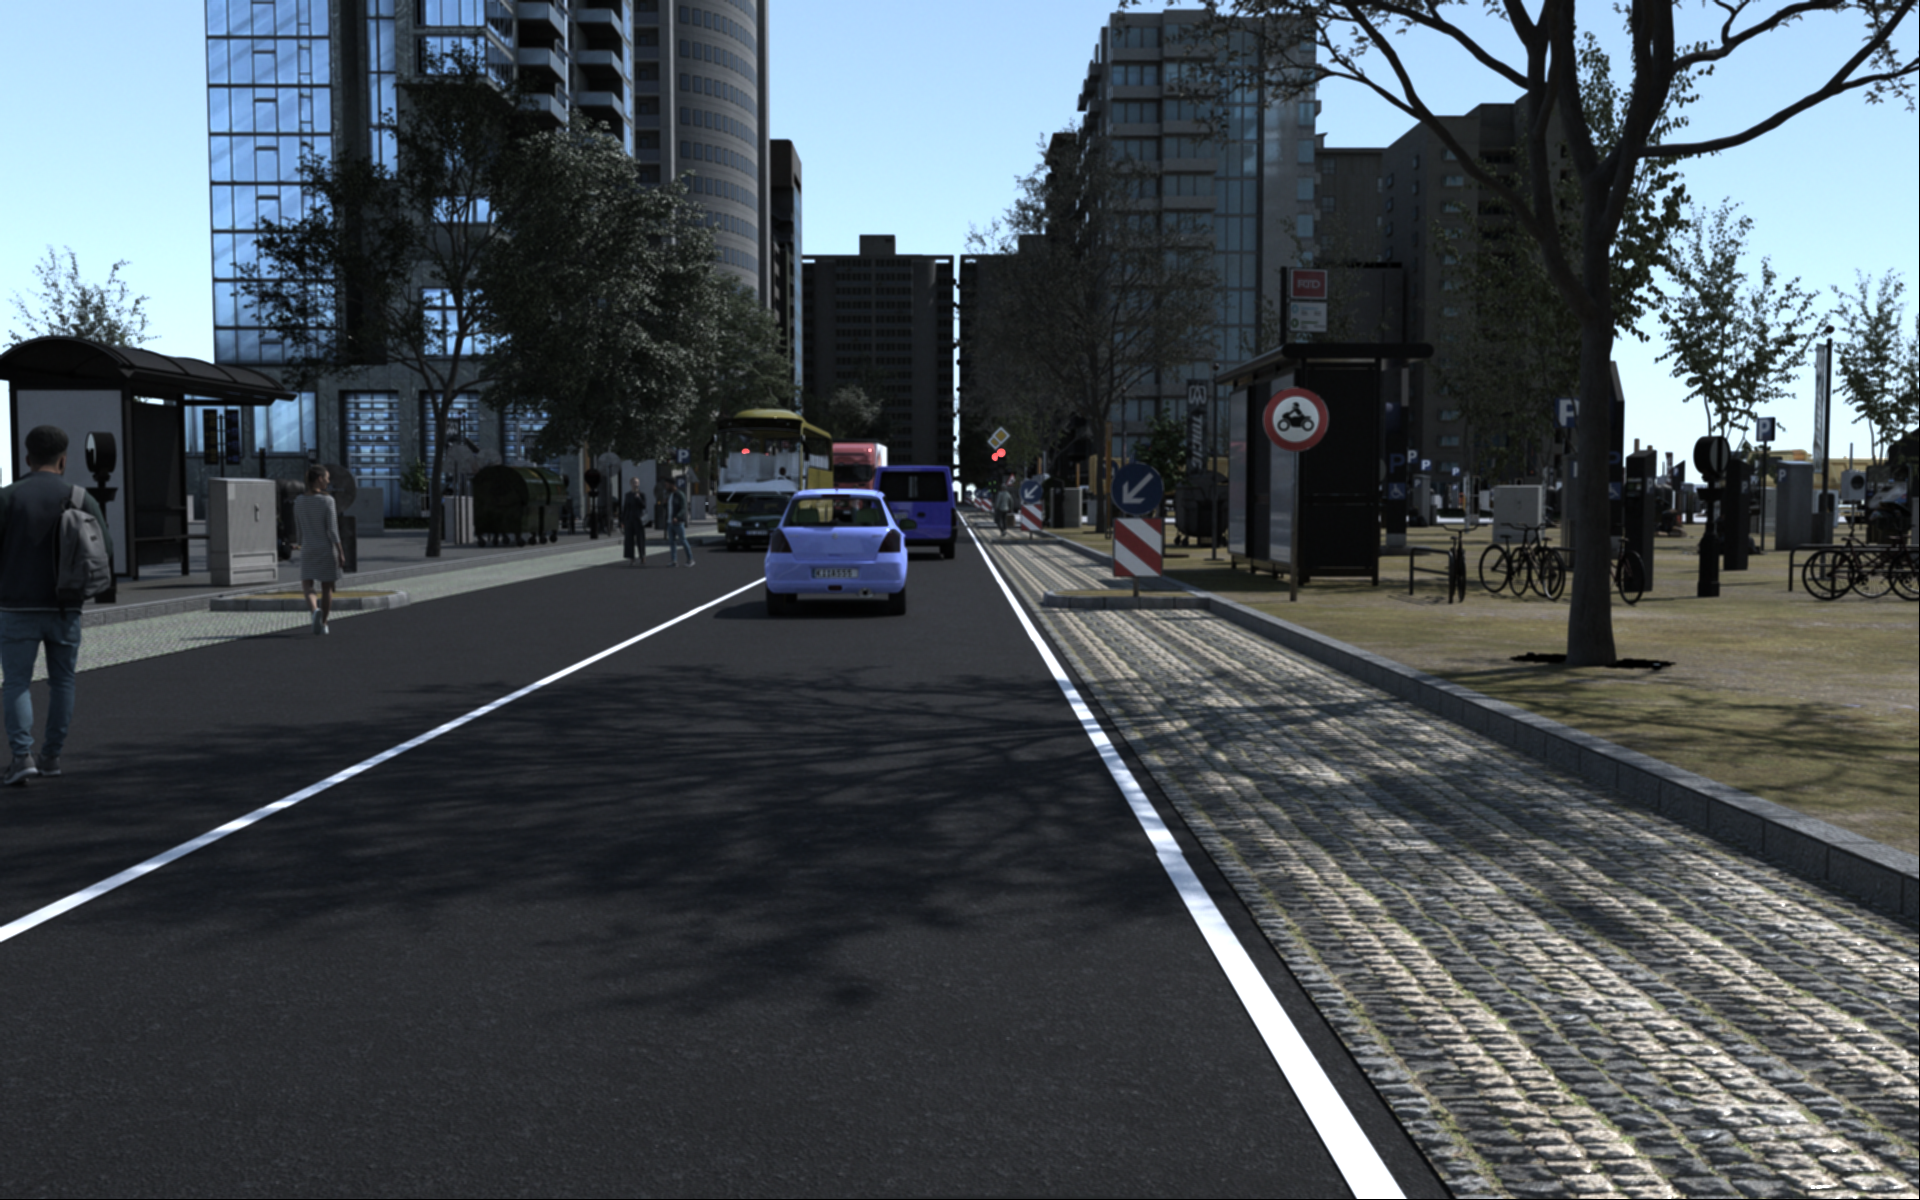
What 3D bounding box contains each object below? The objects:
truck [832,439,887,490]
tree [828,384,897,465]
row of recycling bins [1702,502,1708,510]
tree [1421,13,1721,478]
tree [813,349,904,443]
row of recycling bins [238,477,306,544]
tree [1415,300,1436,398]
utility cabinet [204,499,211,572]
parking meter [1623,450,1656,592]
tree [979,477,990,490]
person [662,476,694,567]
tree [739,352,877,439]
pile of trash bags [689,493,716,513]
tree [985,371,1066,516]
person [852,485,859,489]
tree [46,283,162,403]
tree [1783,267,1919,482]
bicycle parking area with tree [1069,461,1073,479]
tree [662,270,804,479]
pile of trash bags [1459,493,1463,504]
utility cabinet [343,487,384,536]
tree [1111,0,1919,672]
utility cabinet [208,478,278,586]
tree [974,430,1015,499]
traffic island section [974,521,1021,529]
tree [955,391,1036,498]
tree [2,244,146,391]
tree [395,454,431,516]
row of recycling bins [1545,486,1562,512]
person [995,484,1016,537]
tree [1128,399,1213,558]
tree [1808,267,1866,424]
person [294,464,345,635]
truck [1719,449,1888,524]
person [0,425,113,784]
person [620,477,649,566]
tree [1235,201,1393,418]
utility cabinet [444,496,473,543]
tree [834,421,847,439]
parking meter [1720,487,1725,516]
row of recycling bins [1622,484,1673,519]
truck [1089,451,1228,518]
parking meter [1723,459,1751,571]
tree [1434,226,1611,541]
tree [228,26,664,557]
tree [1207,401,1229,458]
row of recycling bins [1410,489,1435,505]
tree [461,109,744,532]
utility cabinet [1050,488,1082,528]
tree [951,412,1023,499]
[{"bbox_3d":[-5.358,-6.185,90.037,2.839,4.237,11.283,0,4,1],"label":"truck"},{"bbox_3d":[-11.751,-17.941,199.998,9.857,13.997,8.962,0,3,0],"label":"tree"},{"bbox_3d":[61.034,-8.263,142.212,1.069,1.692,3.534,3,4,39],"label":"row of recycling bins"},{"bbox_3d":[9.449,-4.645,26.306,4.737,8.622,4.395,0,3,0],"label":"tree"},{"bbox_3d":[-13.492,-22.807,228.789,12.611,20.169,13.585,0,3,0],"label":"tree"},{"bbox_3d":[-17.749,-2.288,44.524,1.069,1.692,3.534,0,4,3],"label":"row of recycling bins"},{"bbox_3d":[16.719,-6.463,56.026,4.360,8.622,3.978,0,3,0],"label":"tree"},{"bbox_3d":[-12.345,-1.097,29.101,0.306,1.237,1.020,0,4,-2],"label":"utility cabinet"},{"bbox_3d":[8.924,-1.042,22.755,0.399,1.863,0.255,-3,5,-43],"label":"parking meter"},{"bbox_3d":[2.818,-12.018,191.099,1.663,3.219,1.824,0,3,0],"label":"tree"},{"bbox_3d":[-5.615,-1.550,34.190,0.623,1.781,0.721,2,4,31],"label":"person"},{"bbox_3d":[-11.336,-10.852,111.849,8.767,10.594,7.601,-3,5,-42],"label":"tree"},{"bbox_3d":[-17.312,-6.675,118.889,1.912,1.369,3.447,-3,4,-36],"label":"pile of trash bags"},{"bbox_3d":[3.762,-9.144,99.863,4.737,8.622,4.395,0,3,0],"label":"tree"},{"bbox_3d":[-3.539,-3.098,59.743,0.643,1.750,0.593,0,4,2],"label":"person"},{"bbox_3d":[-29.467,-6.711,60.088,4.737,8.622,4.395,0,3,0],"label":"tree"},{"bbox_3d":[29.915,-6.458,55.953,4.737,8.622,4.395,0,3,0],"label":"tree"},{"bbox_3d":[12.165,-9.987,150.286,8.231,4.147,9.016,1,4,19],"label":"bicycle parking area with tree"},{"bbox_3d":[-11.724,-10.406,88.266,7.486,12.596,7.792,0,3,0],"label":"tree"},{"bbox_3d":[42.111,-7.992,140.418,3.447,1.369,1.912,0,4,5],"label":"pile of trash bags"},{"bbox_3d":[-18.204,-2.702,52.849,1.173,1.500,0.318,-1,4,-20],"label":"utility cabinet"},{"bbox_3d":[4.653,-6.251,12.568,12.009,13.543,11.850,0,3,0],"label":"tree"},{"bbox_3d":[-10.099,-0.964,24.448,0.318,1.500,1.173,1,4,10],"label":"utility cabinet"},{"bbox_3d":[3.571,-15.256,199.802,4.360,8.622,3.978,0,3,0],"label":"tree"},{"bbox_3d":[1.654,-3.513,79.720,2.009,0.180,2.903,0,4,0],"label":"traffic island section"},{"bbox_3d":[3.023,-13.043,147.668,7.601,10.594,8.767,0,3,0],"label":"tree"},{"bbox_3d":[-25.738,-6.148,50.885,4.360,8.622,3.978,0,3,0],"label":"tree"},{"bbox_3d":[-25.720,-5.367,82.357,1.663,3.219,1.824,0,3,0],"label":"tree"},{"bbox_3d":[31.563,-5.157,91.434,1.069,1.692,3.534,-3,5,-44],"label":"row of recycling bins"},{"bbox_3d":[1.539,-2.998,58.010,0.782,1.767,0.515,-3,5,-42],"label":"person"},{"bbox_3d":[4.288,-2.481,35.166,1.663,3.219,1.824,0,3,0],"label":"tree"},{"bbox_3d":[18.893,-5.651,42.752,4.737,8.622,4.395,0,3,0],"label":"tree"},{"bbox_3d":[-6.490,-0.509,17.567,0.466,1.731,0.760,-2,4,-27],"label":"person"},{"bbox_3d":[37.716,-4.905,76.119,9.791,3.379,3.469,0,3,0],"label":"truck"},{"bbox_3d":[-4.640,0.005,8.764,0.721,1.781,0.623,3,5,40],"label":"person"},{"bbox_3d":[-6.556,-1.588,34.880,0.576,1.772,0.534,0,4,-7],"label":"person"},{"bbox_3d":[9.093,-5.753,44.426,4.360,8.622,3.978,0,3,0],"label":"tree"},{"bbox_3d":[-13.256,-2.121,45.848,0.306,1.237,1.020,1,4,13],"label":"utility cabinet"},{"bbox_3d":[-13.003,-13.611,172.906,4.737,8.622,4.395,0,3,0],"label":"tree"},{"bbox_3d":[28.281,-3.400,63.998,0.372,1.533,0.369,0,3,0],"label":"parking meter"},{"bbox_3d":[27.001,-3.738,68.221,3.534,1.692,1.069,-3,5,-40],"label":"row of recycling bins"},{"bbox_3d":[10.546,-4.852,75.255,9.791,3.379,3.469,0,4,2],"label":"truck"},{"bbox_3d":[13.094,-1.435,29.178,0.399,1.863,0.255,-3,4,-36],"label":"parking meter"},{"bbox_3d":[16.025,-5.962,47.836,4.360,8.622,3.978,0,3,0],"label":"tree"},{"bbox_3d":[-10.481,-6.140,34.799,7.601,10.594,8.767,2,4,35],"label":"tree"},{"bbox_3d":[20.387,-11.203,133.538,4.360,8.622,3.978,0,3,0],"label":"tree"},{"bbox_3d":[34.653,-7.620,131.695,1.069,1.692,3.534,-2,4,-33],"label":"row of recycling bins"},{"bbox_3d":[-11.935,-9.252,57.928,9.857,13.997,8.962,0,3,0],"label":"tree"},{"bbox_3d":[3.984,-3.454,65.152,1.173,1.500,0.318,1,4,23],"label":"utility cabinet"},{"bbox_3d":[3.263,-18.735,223.328,9.611,12.733,9.660,0,3,0],"label":"tree"}]
